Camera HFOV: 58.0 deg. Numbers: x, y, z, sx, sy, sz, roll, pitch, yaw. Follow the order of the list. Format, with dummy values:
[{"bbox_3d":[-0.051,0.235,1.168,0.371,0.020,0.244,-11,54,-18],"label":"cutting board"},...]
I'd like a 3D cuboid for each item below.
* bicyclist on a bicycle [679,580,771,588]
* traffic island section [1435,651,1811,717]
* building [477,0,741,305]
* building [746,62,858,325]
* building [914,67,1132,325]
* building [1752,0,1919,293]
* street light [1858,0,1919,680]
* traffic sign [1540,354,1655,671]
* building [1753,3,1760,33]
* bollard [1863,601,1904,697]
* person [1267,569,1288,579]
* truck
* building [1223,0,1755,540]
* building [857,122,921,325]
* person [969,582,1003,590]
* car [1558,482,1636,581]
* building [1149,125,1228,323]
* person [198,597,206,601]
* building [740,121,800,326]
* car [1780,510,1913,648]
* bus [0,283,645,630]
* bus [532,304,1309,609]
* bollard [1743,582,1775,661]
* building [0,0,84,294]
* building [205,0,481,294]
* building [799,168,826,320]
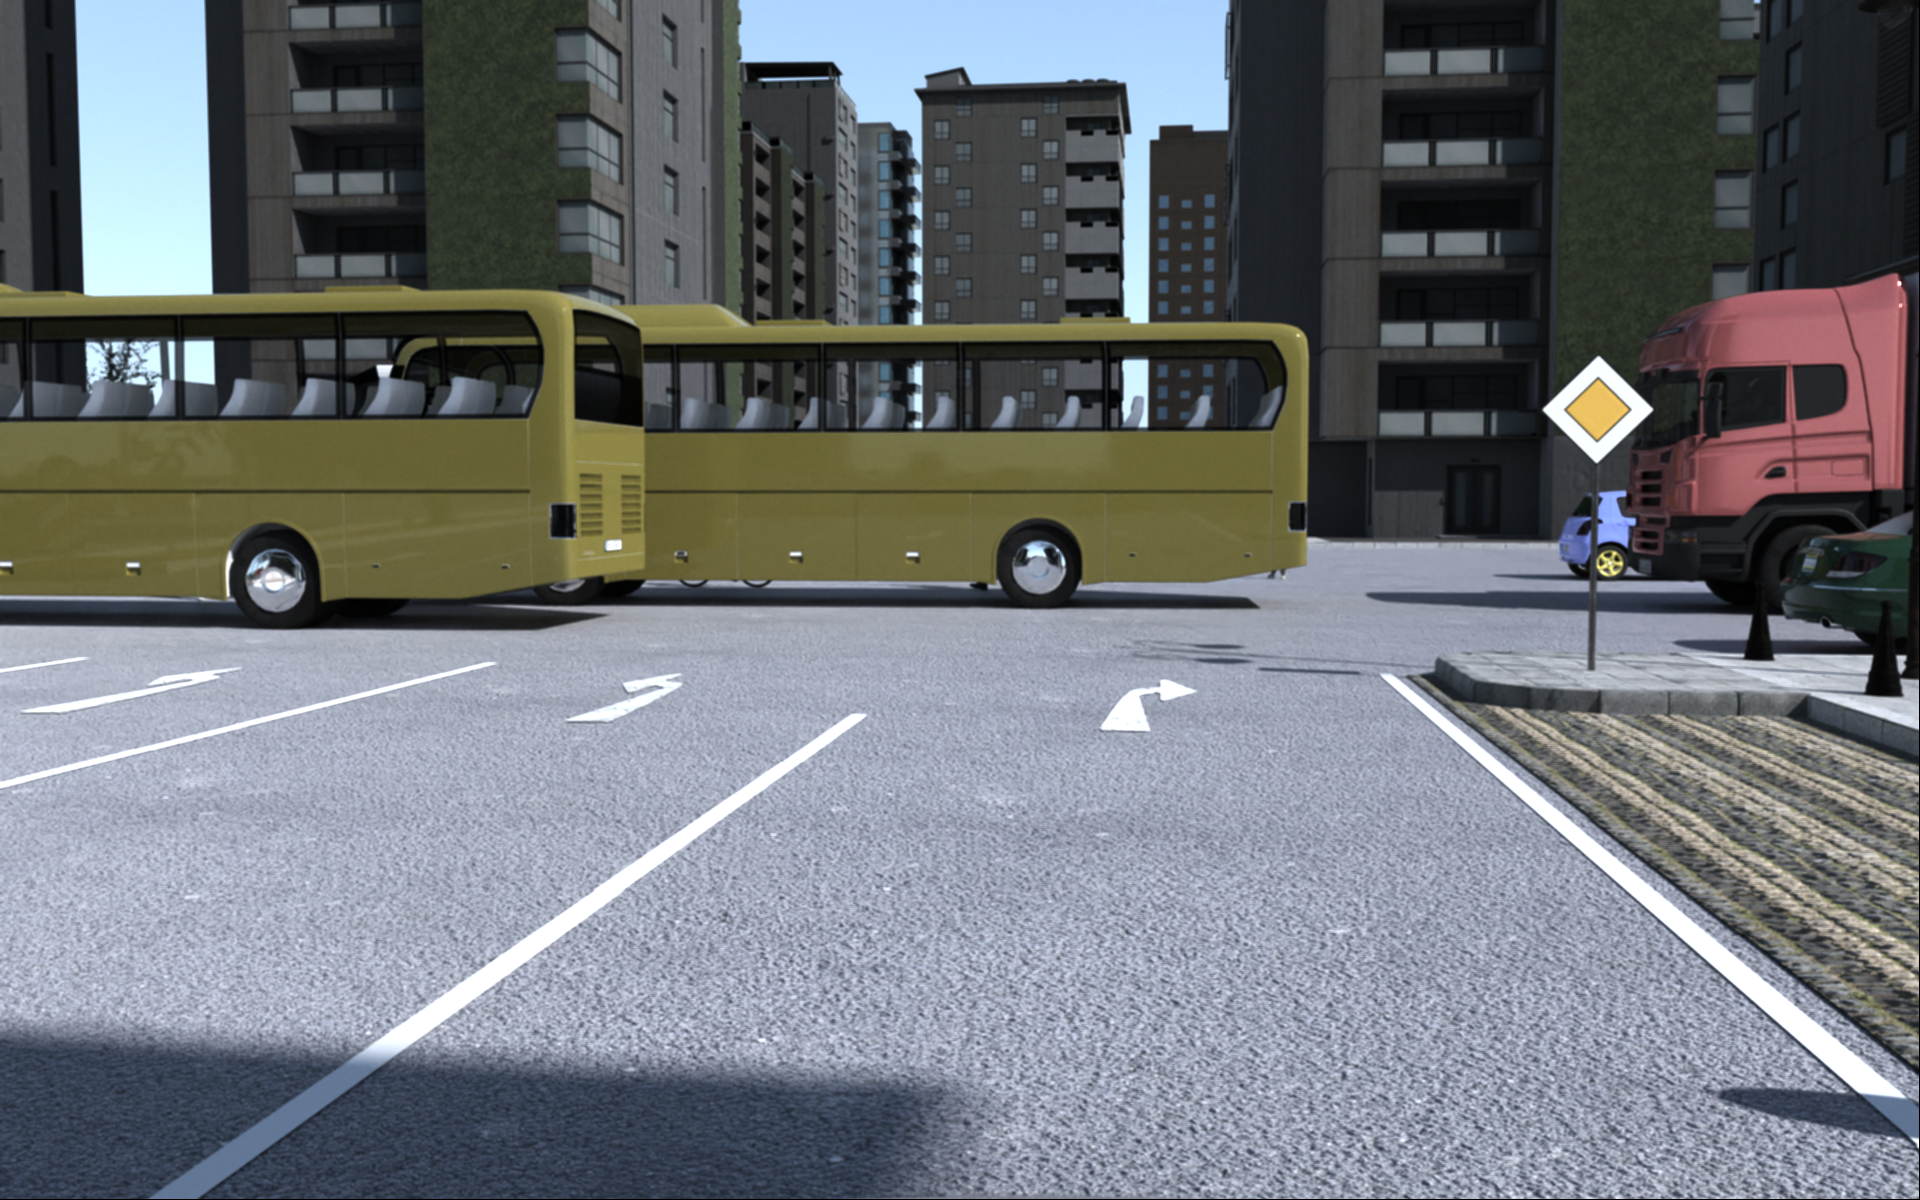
[{"bbox_3d":[-3.600,-1.011,26.553,1.625,1.676,1.499,0,4,5],"label":"bicyclist on a bicycle"},{"bbox_3d":[4.613,0.592,12.608,2.009,0.180,2.903,0,4,7],"label":"traffic island section"},{"bbox_3d":[-23.650,-26.719,120.449,14.154,41.232,14.086,0,4,7],"label":"building"},{"bbox_3d":[-17.383,-29.593,167.434,14.086,41.232,14.154,0,4,7],"label":"building"},{"bbox_3d":[9.874,-38.691,221.839,27.495,52.752,28.713,0,4,7],"label":"building"},{"bbox_3d":[45.188,-28.696,58.423,27.495,52.752,28.713,0,4,7],"label":"building"},{"bbox_3d":[6.646,-2.391,11.880,0.468,5.910,1.993,0,4,7],"label":"street light"},{"bbox_3d":[4.589,-0.544,12.534,0.795,2.450,0.064,0,4,7],"label":"traffic sign"},{"bbox_3d":[79.722,-40.806,209.179,28.212,58.520,21.231,0,4,7],"label":"building"},{"bbox_3d":[5.898,0.306,11.042,0.229,0.601,0.229,0,3,0],"label":"bollard"},{"bbox_3d":[5.423,-1.032,29.289,0.435,1.345,0.340,1,4,9],"label":"person"},{"bbox_3d":[13.474,-1.960,20.967,11.283,4.237,2.839,0,4,6],"label":"truck"},{"bbox_3d":[15.596,-22.654,53.985,14.086,41.232,14.154,0,4,7],"label":"building"},{"bbox_3d":[-20.098,-36.898,222.896,30.456,49.044,23.786,0,4,7],"label":"building"},{"bbox_3d":[0.526,-1.072,25.806,0.755,1.850,0.659,2,4,29],"label":"person"},{"bbox_3d":[12.052,-1.196,29.138,3.694,1.707,1.945,0,4,6],"label":"car"},{"bbox_3d":[30.442,-34.431,213.059,14.200,45.320,14.600,0,4,7],"label":"building"},{"bbox_3d":[-10.249,-0.654,23.438,0.306,1.304,0.590,-1,4,-13],"label":"person"},{"bbox_3d":[-21.231,-22.222,135.030,14.160,30.474,14.107,0,4,7],"label":"building"},{"bbox_3d":[9.949,-0.212,15.269,4.920,1.459,2.131,1,4,8],"label":"car"},{"bbox_3d":[-9.861,-1.723,19.713,12.252,3.916,2.896,0,4,8],"label":"bus"},{"bbox_3d":[-1.726,-1.916,22.877,12.252,3.916,2.896,0,4,5],"label":"bus"},{"bbox_3d":[6.191,0.161,13.404,0.229,0.601,0.229,0,3,0],"label":"bollard"},{"bbox_3d":[-41.262,-17.645,60.193,14.107,30.474,14.160,0,4,7],"label":"building"},{"bbox_3d":[-16.933,-22.943,58.717,14.086,41.232,14.154,0,4,7],"label":"building"},{"bbox_3d":[-19.861,-23.120,149.711,14.160,30.474,14.107,0,4,7],"label":"building"}]
